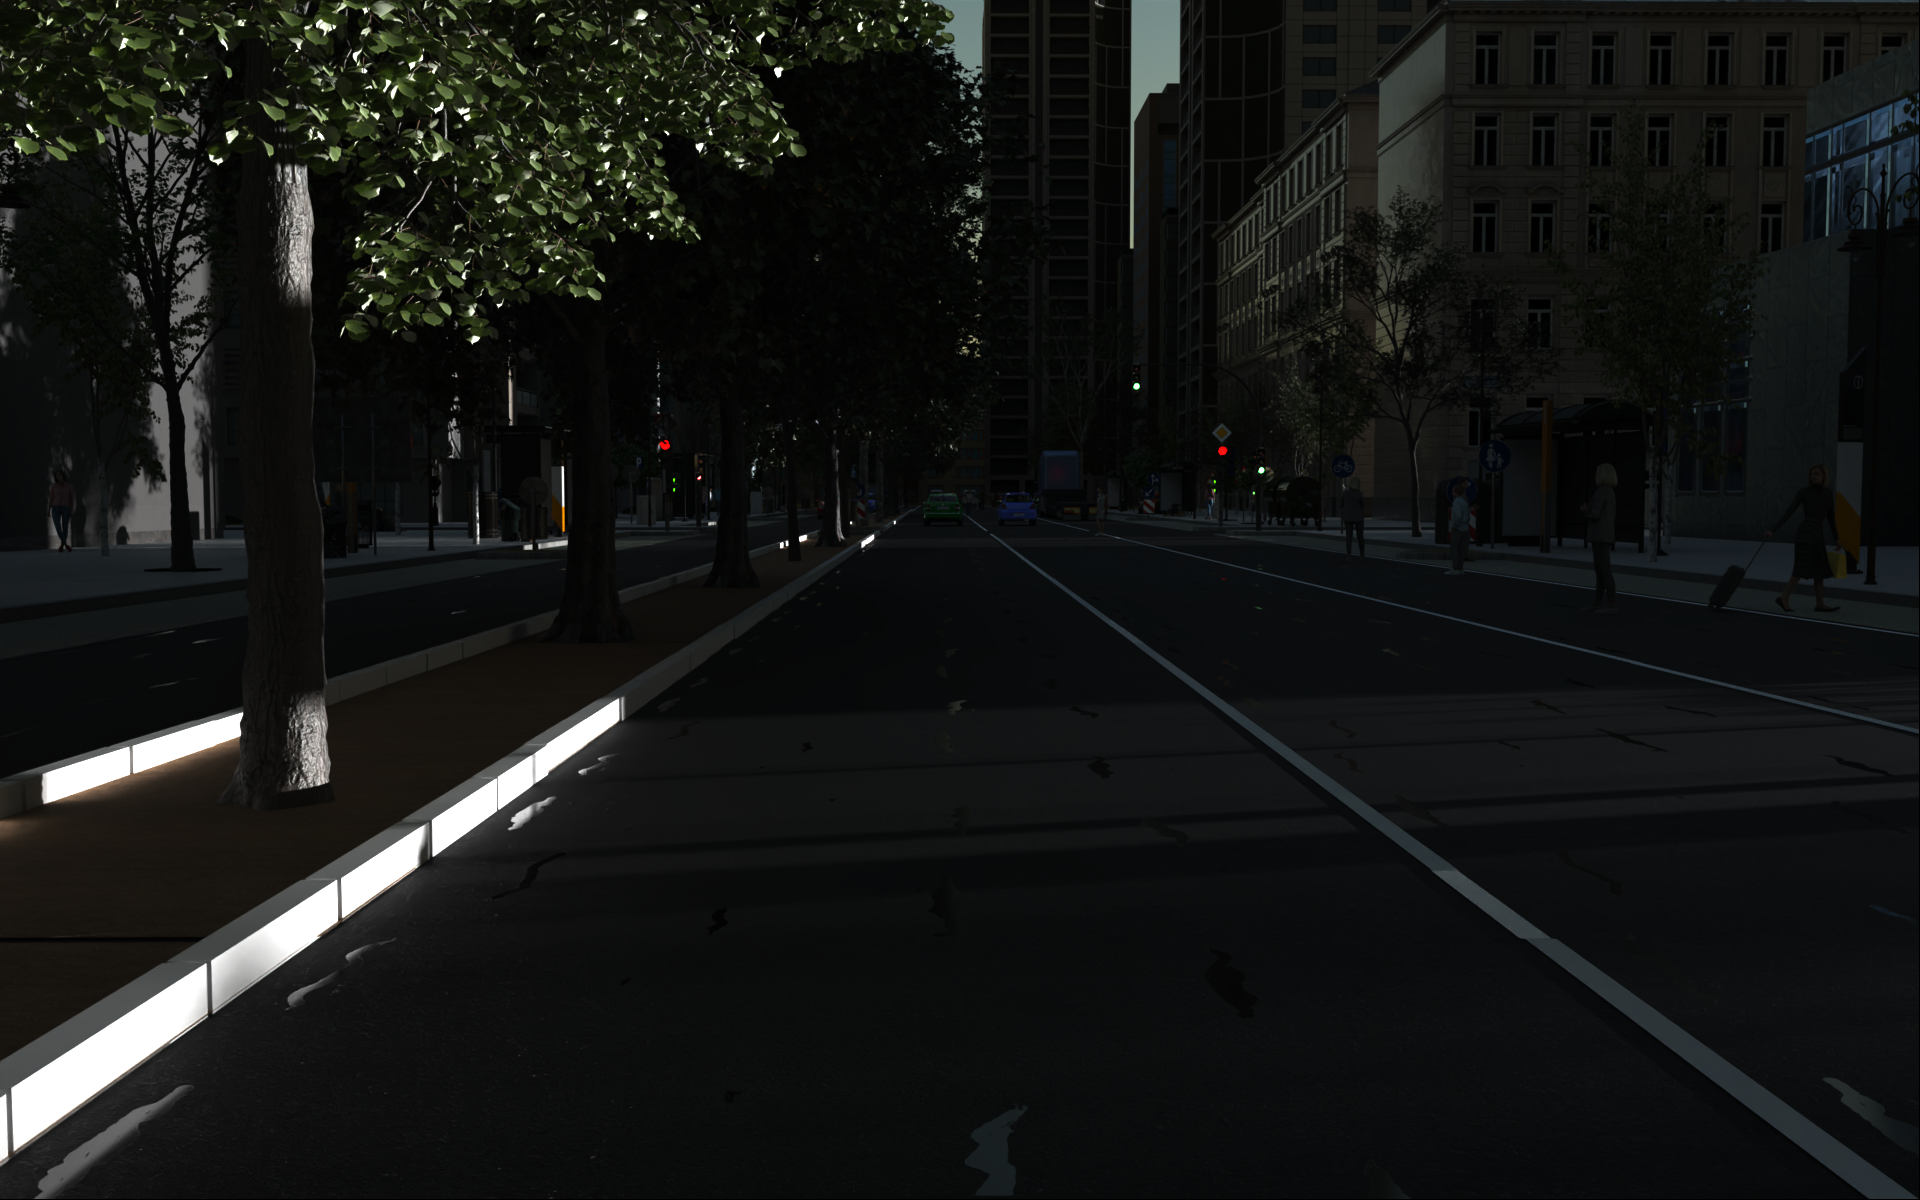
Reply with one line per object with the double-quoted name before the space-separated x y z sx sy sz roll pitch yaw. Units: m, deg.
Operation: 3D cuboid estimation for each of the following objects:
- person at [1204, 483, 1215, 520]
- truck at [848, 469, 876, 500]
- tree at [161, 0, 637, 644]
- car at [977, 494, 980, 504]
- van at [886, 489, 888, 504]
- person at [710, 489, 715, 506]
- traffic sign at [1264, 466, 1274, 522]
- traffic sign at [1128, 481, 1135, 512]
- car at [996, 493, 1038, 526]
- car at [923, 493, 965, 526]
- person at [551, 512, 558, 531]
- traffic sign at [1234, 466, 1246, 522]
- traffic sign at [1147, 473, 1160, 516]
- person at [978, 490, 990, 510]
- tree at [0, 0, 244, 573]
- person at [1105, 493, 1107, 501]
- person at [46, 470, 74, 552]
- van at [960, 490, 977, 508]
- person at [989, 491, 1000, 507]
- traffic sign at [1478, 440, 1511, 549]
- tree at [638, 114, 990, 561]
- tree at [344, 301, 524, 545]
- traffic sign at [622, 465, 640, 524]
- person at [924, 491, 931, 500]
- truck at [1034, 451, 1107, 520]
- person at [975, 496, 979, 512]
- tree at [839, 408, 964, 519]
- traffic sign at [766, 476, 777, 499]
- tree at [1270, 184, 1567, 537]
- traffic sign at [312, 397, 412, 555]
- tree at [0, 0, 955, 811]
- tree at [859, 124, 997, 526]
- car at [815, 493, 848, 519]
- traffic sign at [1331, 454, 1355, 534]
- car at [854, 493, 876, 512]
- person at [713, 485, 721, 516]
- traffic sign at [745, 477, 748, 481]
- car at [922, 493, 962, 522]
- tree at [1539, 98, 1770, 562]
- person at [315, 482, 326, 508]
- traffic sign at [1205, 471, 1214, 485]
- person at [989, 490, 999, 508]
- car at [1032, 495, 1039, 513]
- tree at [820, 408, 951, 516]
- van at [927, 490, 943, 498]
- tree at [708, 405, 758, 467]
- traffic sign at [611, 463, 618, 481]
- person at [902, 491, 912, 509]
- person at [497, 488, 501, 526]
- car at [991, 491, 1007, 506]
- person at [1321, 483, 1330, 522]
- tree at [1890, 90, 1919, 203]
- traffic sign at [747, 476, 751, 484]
"person" 12.525 -4.942 86.857 0.555 1.821 0.388 -1 4 -22
"truck" -8.758 -10.530 161.924 2.967 4.110 18.799 0 4 -2
"tree" -3.600 -5.947 16.691 9.611 12.733 9.660 0 3 0
"car" 1.745 -12.150 207.445 1.959 1.807 4.718 0 4 0
"van" -9.254 -12.265 204.921 2.240 2.365 5.245 0 4 -1
"person" -19.128 -7.739 132.557 0.794 1.824 0.713 -3 4 -36
"traffic sign" 14.086 -4.877 79.849 0.768 2.556 0.104 0 4 7
"traffic sign" 12.309 -7.499 122.721 0.768 2.556 0.104 1 4 9
"car" 2.625 -4.290 79.731 1.945 1.707 3.694 0 4 0
"car" -0.752 -4.298 79.076 1.959 1.807 4.718 0 4 0
"person" -12.217 -2.536 52.529 0.505 1.210 0.382 1 4 18
"traffic sign" 13.068 -4.878 79.755 0.884 2.594 0.081 0 4 6
"traffic sign" 11.581 -6.328 103.571 0.768 2.556 0.104 0 4 0
"person" 1.998 -8.916 154.407 1.348 1.807 0.705 0 4 -8
"tree" -13.059 -6.279 28.418 9.928 11.665 9.643 0 3 0
"person" 18.330 -12.696 216.890 0.557 1.426 1.065 1 4 9
"person" -19.892 -1.972 38.297 0.555 1.821 0.388 -2 4 -28
"van" 1.024 -10.621 180.659 2.013 2.044 4.112 0 3 0
"person" 3.835 -11.110 190.169 1.348 1.821 0.705 -2 4 -30
"traffic sign" 12.482 -2.472 40.523 0.768 2.556 0.104 0 4 1
"tree" -3.503 -6.120 36.931 8.767 10.594 7.601 0 4 -1
"tree" -12.524 -5.726 43.980 4.360 8.622 3.978 0 3 0
"traffic sign" -14.324 -4.607 75.427 0.768 2.556 0.104 0 4 0
"person" -2.863 -9.297 161.291 1.217 1.735 0.721 3 5 44
"truck" 6.406 -6.845 101.680 2.967 4.110 18.799 0 4 -2
"person" 1.351 -7.528 135.859 0.425 1.301 0.394 2 4 33
"tree" -4.381 -11.429 99.695 12.009 13.543 11.850 0 3 0
"traffic sign" -13.563 -7.613 124.570 0.768 2.556 0.104 0 4 6
"tree" 13.644 -7.167 51.591 8.767 10.594 7.601 0 4 4
"traffic sign" -12.623 -2.598 36.355 2.265 3.308 0.079 0 4 3
"tree" -3.244 -5.351 8.067 7.486 12.596 7.792 0 3 0
"tree" -5.204 -13.928 86.069 12.611 20.169 13.585 0 3 0
"car" -7.227 -5.549 99.770 2.155 1.783 4.494 0 4 -1
"traffic sign" 12.315 -3.404 55.767 0.768 2.556 0.104 0 4 4
"car" -7.462 -7.848 137.900 1.945 1.707 3.694 0 4 -2
"person" -14.288 -5.912 102.567 0.638 1.841 0.748 1 4 14
"traffic sign" -14.389 -6.990 114.393 0.768 2.556 0.104 1 4 9
"car" -0.931 -5.041 91.459 2.155 1.783 4.494 0 4 -1
"tree" 12.966 -5.006 32.218 4.737 8.622 4.395 0 3 0
"person" -16.137 -2.283 43.354 0.794 1.824 0.713 -1 4 -18
"traffic sign" 14.305 -6.002 98.134 0.884 2.594 0.081 0 4 5
"person" 3.437 -10.391 178.392 1.348 1.824 0.705 -2 4 -25
"car" 6.403 -7.374 129.364 1.959 1.807 4.718 0 4 -1
"tree" -4.462 -12.349 111.024 9.857 13.997 8.962 0 3 0
"van" -2.492 -10.683 181.670 2.013 2.044 4.112 0 4 -2
"tree" -13.668 -9.639 107.955 4.737 8.622 4.395 0 3 0
"traffic sign" -14.390 -4.339 71.041 0.768 2.556 0.104 0 4 5
"person" -4.936 -9.213 159.809 1.217 1.739 0.721 2 4 29
"person" -18.237 -3.851 69.193 0.721 1.800 0.419 -2 4 -32
"car" 4.719 -11.890 203.067 2.281 1.827 5.304 0 3 0
"person" 16.650 -4.437 78.935 0.599 1.781 0.374 -2 4 -30
"tree" 12.904 -4.234 19.587 4.737 8.622 4.395 0 3 0
"traffic sign" -14.218 -7.020 114.887 0.768 2.556 0.104 0 4 0
